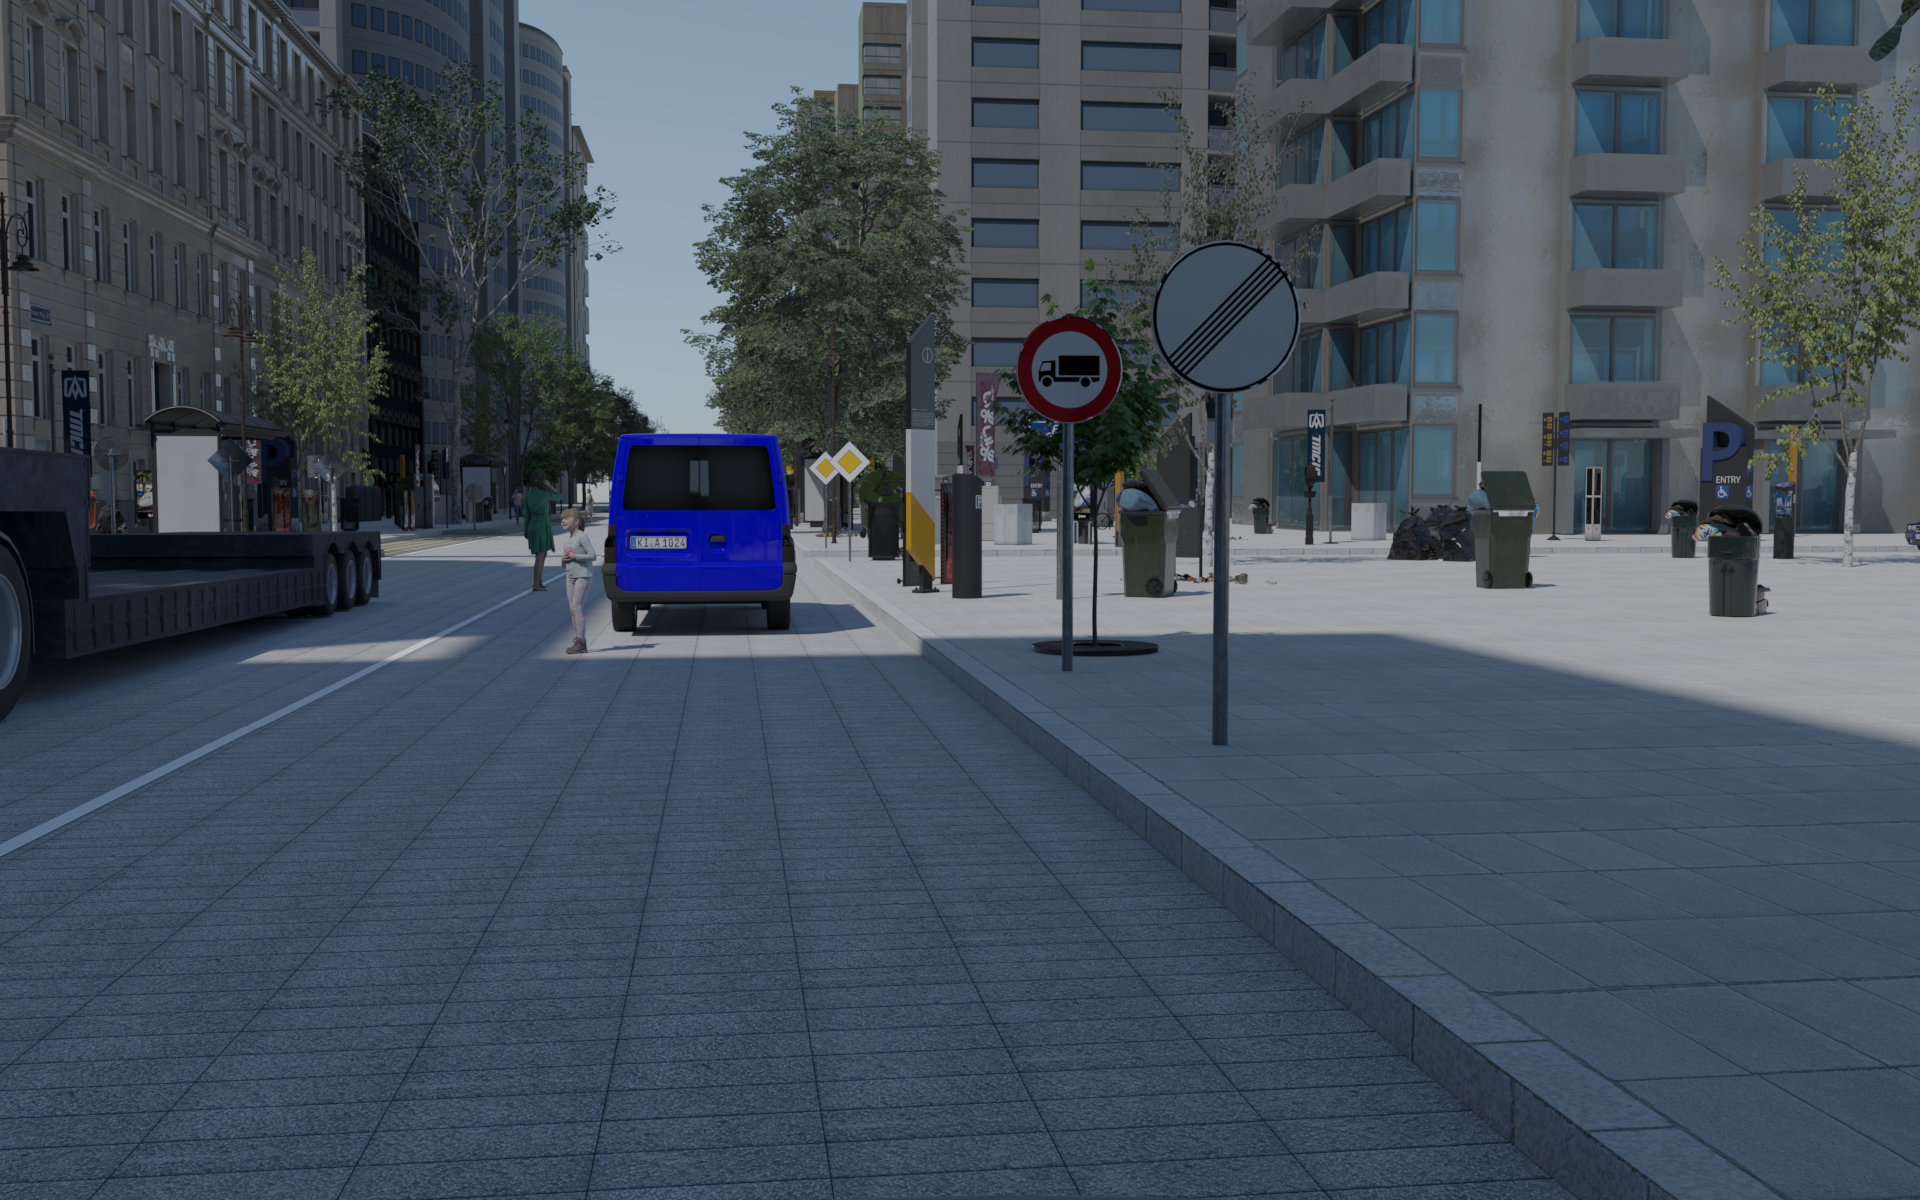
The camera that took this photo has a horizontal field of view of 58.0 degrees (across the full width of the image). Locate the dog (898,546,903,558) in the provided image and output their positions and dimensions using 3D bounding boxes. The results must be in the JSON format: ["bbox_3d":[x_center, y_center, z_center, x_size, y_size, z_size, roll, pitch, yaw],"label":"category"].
[{"bbox_3d":[-1.377,-1.012,35.840,0.540,0.507,0.406,-1,4,-12],"label":"dog"}]

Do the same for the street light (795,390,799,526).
[{"bbox_3d":[-6.475,-5.854,68.495,0.468,5.910,1.993,0,4,-8],"label":"street light"}]

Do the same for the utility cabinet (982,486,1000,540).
[{"bbox_3d":[0.480,-2.362,47.289,1.173,1.500,0.318,1,4,9],"label":"utility cabinet"}]

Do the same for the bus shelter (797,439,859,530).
[{"bbox_3d":[-4.889,-4.282,63.939,2.014,3.302,5.546,0,4,-8],"label":"bus shelter"}]

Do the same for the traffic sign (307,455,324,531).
[{"bbox_3d":[-16.746,-2.642,45.321,0.606,2.300,0.079,0,4,-6],"label":"traffic sign"}]

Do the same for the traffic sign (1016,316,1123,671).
[{"bbox_3d":[0.779,-0.757,12.483,0.768,2.556,0.104,0,4,-5],"label":"traffic sign"}]

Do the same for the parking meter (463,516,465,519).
[{"bbox_3d":[-25.891,-4.984,89.903,0.372,1.533,0.369,0,3,0],"label":"parking meter"}]

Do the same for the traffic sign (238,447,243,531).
[{"bbox_3d":[-19.622,-2.879,47.180,0.768,2.556,0.104,0,4,2],"label":"traffic sign"}]

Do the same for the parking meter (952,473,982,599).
[{"bbox_3d":[0.087,-0.790,21.328,0.372,1.533,0.369,0,3,0],"label":"parking meter"}]

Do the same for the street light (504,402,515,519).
[{"bbox_3d":[-22.712,-7.004,87.297,0.468,5.910,1.993,0,4,-8],"label":"street light"}]

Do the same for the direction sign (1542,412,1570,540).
[{"bbox_3d":[16.484,-3.424,47.979,0.379,3.537,0.876,-2,4,-34],"label":"direction sign"}]

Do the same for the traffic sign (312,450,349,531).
[{"bbox_3d":[-14.253,-2.178,39.253,0.795,2.450,0.064,0,4,-8],"label":"traffic sign"}]

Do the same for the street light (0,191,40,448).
[{"bbox_3d":[-14.638,-3.294,26.640,0.468,5.910,1.993,0,4,-8],"label":"street light"}]

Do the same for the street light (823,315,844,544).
[{"bbox_3d":[-3.268,-4.406,44.819,0.468,5.910,1.993,0,4,-8],"label":"street light"}]

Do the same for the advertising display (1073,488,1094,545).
[{"bbox_3d":[3.162,-2.395,44.376,0.123,1.923,0.974,-2,4,-24],"label":"advertising display"}]

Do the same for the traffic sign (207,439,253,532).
[{"bbox_3d":[-13.188,-1.694,31.339,0.795,2.450,0.064,0,4,-8],"label":"traffic sign"}]

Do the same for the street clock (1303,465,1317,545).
[{"bbox_3d":[8.833,-2.395,43.736,0.358,2.002,0.471,0,4,2],"label":"street clock"}]

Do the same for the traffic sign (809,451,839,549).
[{"bbox_3d":[-3.155,-2.268,40.720,0.795,2.450,0.064,0,4,-8],"label":"traffic sign"}]

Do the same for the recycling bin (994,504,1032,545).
[{"bbox_3d":[1.346,-1.908,43.745,0.722,1.027,0.722,3,4,37],"label":"recycling bin"}]

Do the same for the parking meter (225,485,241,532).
[{"bbox_3d":[-19.548,-2.336,46.603,0.372,1.533,0.369,0,3,0],"label":"parking meter"}]

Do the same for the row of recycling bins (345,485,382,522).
[{"bbox_3d":[-28.144,-4.572,81.861,1.069,1.692,3.534,0,4,-2],"label":"row of recycling bins"}]

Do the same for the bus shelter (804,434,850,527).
[{"bbox_3d":[-5.450,-4.867,70.866,1.731,3.624,6.357,0,4,-8],"label":"bus shelter"}]

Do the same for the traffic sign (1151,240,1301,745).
[{"bbox_3d":[1.332,-0.532,8.800,0.768,2.556,0.104,0,4,-6],"label":"traffic sign"}]

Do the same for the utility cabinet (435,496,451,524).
[{"bbox_3d":[-21.953,-3.849,74.090,1.020,1.237,0.306,-2,4,-24],"label":"utility cabinet"}]

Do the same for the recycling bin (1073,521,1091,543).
[{"bbox_3d":[3.032,-2.048,46.036,0.722,1.027,0.722,-1,4,-14],"label":"recycling bin"}]

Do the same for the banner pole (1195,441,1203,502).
[{"bbox_3d":[11.243,-5.651,82.407,0.863,3.779,0.401,0,4,-7],"label":"banner pole"}]

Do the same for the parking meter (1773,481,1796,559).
[{"bbox_3d":[16.296,-1.579,34.235,0.372,1.533,0.369,0,3,0],"label":"parking meter"}]

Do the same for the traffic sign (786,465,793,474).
[{"bbox_3d":[-11.910,-7.309,113.368,2.265,3.308,0.079,0,4,1],"label":"traffic sign"}]

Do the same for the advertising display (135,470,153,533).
[{"bbox_3d":[-21.590,-2.524,46.483,0.974,1.923,0.123,-1,4,-13],"label":"advertising display"}]

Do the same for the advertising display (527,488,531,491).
[{"bbox_3d":[-26.729,-6.345,108.957,0.974,1.923,0.123,-3,5,-41],"label":"advertising display"}]

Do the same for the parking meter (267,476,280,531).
[{"bbox_3d":[-22.853,-3.180,57.701,0.255,1.863,0.399,1,4,11],"label":"parking meter"}]

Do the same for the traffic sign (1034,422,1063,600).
[{"bbox_3d":[1.212,-1.276,20.974,0.768,2.556,0.104,0,4,1],"label":"traffic sign"}]

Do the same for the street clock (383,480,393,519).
[{"bbox_3d":[-29.916,-5.264,90.631,0.358,2.002,0.471,2,4,26],"label":"street clock"}]

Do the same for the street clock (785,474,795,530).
[{"bbox_3d":[-6.156,-3.553,62.662,0.358,2.002,0.471,-2,4,-27],"label":"street clock"}]

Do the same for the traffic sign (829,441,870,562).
[{"bbox_3d":[-2.090,-1.784,32.806,0.795,2.450,0.064,0,4,-8],"label":"traffic sign"}]

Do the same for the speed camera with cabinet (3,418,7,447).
[{"bbox_3d":[-25.520,-3.093,44.911,2.038,3.252,0.660,0,4,-7],"label":"speed camera with cabinet"}]

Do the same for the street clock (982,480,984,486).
[{"bbox_3d":[0.987,-5.035,86.886,0.471,2.002,0.358,0,4,-2],"label":"street clock"}]

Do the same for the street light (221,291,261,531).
[{"bbox_3d":[-16.357,-4.082,39.529,0.468,5.910,1.993,0,4,-8],"label":"street light"}]

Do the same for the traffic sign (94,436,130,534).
[{"bbox_3d":[-18.605,-2.319,38.019,0.768,2.556,0.104,0,4,-4],"label":"traffic sign"}]

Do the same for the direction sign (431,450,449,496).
[{"bbox_3d":[-26.794,-5.954,89.345,0.876,3.537,0.379,-2,4,-26],"label":"direction sign"}]

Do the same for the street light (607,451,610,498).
[{"bbox_3d":[-32.786,-11.565,161.873,0.468,5.910,1.993,0,4,-8],"label":"street light"}]

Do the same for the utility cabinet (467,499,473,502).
[{"bbox_3d":[-23.430,-4.395,83.020,0.306,1.237,1.020,-1,4,-12],"label":"utility cabinet"}]

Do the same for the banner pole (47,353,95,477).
[{"bbox_3d":[-15.853,-2.494,30.788,0.863,3.779,0.401,-1,4,-10],"label":"banner pole"}]

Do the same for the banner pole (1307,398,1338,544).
[{"bbox_3d":[9.424,-3.366,45.054,0.863,3.779,0.401,1,4,14],"label":"banner pole"}]

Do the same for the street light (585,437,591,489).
[{"bbox_3d":[-29.706,-10.148,138.708,0.468,5.910,1.993,0,4,-8],"label":"street light"}]

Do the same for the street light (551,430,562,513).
[{"bbox_3d":[-25.866,-8.420,110.451,0.468,5.910,1.993,0,4,-8],"label":"street light"}]

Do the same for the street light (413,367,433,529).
[{"bbox_3d":[-19.580,-5.533,63.249,0.468,5.910,1.993,0,4,-8],"label":"street light"}]

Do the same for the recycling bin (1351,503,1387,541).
[{"bbox_3d":[11.353,-2.173,48.079,0.722,1.027,0.722,-3,5,-44],"label":"recycling bin"}]

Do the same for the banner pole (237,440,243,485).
[{"bbox_3d":[-22.935,-3.998,55.387,0.863,3.779,0.401,3,5,40],"label":"banner pole"}]
